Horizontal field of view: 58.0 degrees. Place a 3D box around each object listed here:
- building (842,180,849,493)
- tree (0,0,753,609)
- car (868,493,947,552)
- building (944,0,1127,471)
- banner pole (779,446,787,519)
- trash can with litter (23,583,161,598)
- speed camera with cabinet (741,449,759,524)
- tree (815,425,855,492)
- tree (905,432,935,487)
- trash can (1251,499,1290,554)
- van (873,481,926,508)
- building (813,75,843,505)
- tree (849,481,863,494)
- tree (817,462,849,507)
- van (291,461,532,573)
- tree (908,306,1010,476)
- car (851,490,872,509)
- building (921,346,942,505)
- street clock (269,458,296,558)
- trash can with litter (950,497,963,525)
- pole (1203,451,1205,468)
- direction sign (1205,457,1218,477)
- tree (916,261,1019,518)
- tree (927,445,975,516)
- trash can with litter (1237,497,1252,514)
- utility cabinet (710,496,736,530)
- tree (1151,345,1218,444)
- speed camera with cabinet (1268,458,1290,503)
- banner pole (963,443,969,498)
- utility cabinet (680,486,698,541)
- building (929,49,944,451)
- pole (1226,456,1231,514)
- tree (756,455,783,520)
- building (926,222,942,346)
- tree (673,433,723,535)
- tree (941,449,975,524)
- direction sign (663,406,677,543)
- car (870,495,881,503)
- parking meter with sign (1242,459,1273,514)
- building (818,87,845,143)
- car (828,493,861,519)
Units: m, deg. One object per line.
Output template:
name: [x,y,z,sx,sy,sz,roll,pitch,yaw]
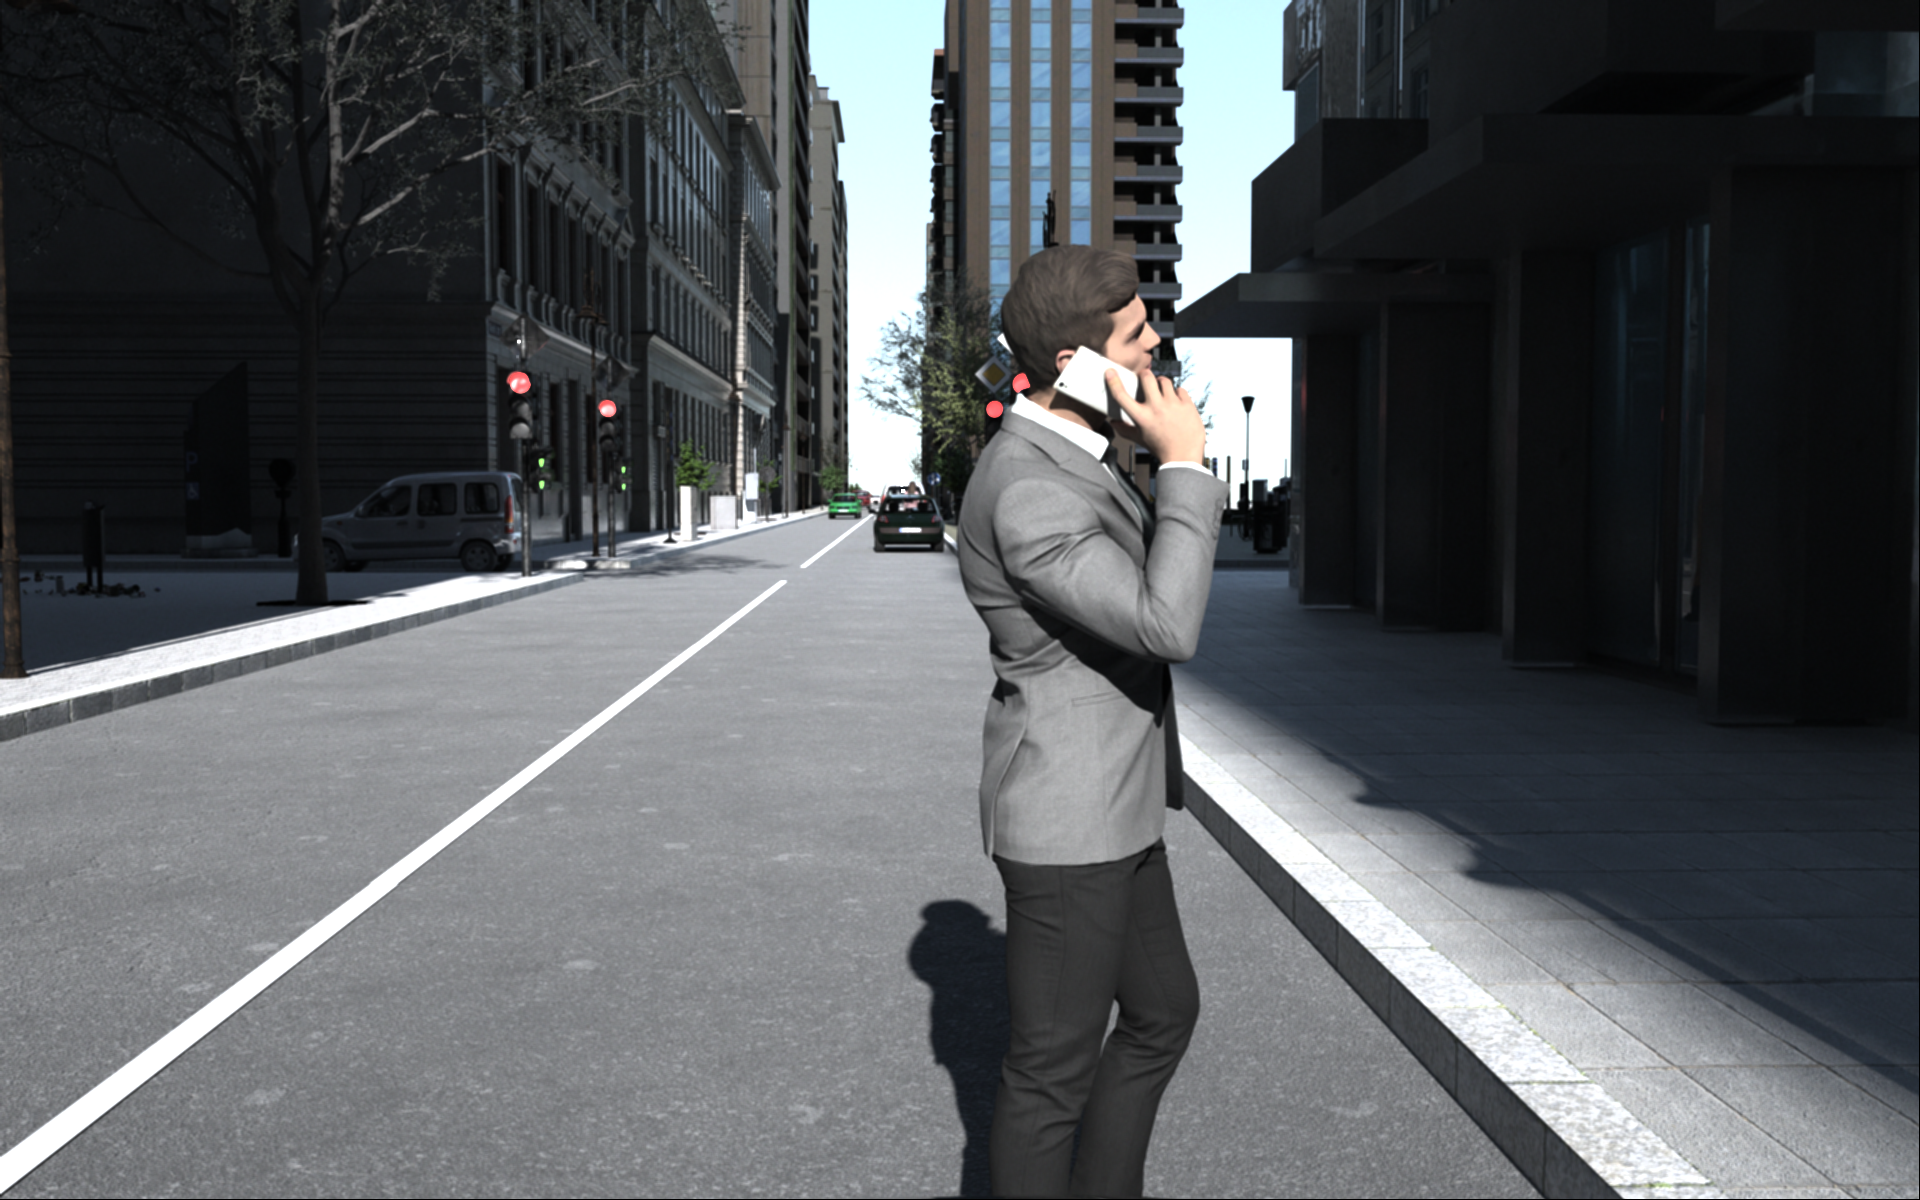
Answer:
building: [-27.333,-38.499,253.155,21.300,48.544,21.600,0,4,-2]
tree: [-7.555,-6.690,19.748,12.009,13.543,11.850,0,3,0]
car: [-1.316,-2.088,43.924,2.009,1.686,4.222,0,4,-3]
building: [5.719,-30.436,147.746,14.600,45.320,14.200,0,4,-2]
banner pole: [-9.299,-6.121,90.102,0.401,3.779,0.863,1,4,14]
trash can with litter: [-11.075,-0.677,22.121,1.678,1.210,2.233,-3,5,-40]
speed camera with cabinet: [-9.225,-4.987,75.873,0.660,3.252,2.038,-1,4,-12]
tree: [-13.522,-14.297,184.126,4.360,8.622,3.978,0,3,0]
tree: [-4.188,-15.170,198.387,4.360,8.622,3.978,0,3,0]
trash can: [6.658,-1.579,37.472,0.748,1.137,0.748,0,3,0]
van: [-1.916,-3.142,58.380,2.013,2.044,4.112,0,4,-3]
building: [-25.284,-35.504,204.193,21.300,48.544,21.600,0,4,-2]
tree: [-15.463,-16.161,258.840,1.663,3.219,1.824,0,3,0]
tree: [-13.138,-11.935,178.844,4.285,4.588,4.351,0,3,0]
van: [-9.895,-1.484,31.280,4.112,2.044,2.013,0,4,-2]
tree: [0.332,-7.126,66.870,4.737,8.622,4.395,0,3,0]
car: [-9.528,-9.549,164.796,2.281,1.827,5.304,0,4,-2]
building: [9.135,-22.788,217.630,27.650,21.520,28.899,0,4,-2]
street clock: [-13.685,-1.863,35.026,0.471,2.002,0.358,0,4,1]
trash can with litter: [0.153,-3.668,71.351,1.055,1.170,0.624,-3,5,-42]
pole: [9.371,-4.469,66.917,0.158,3.312,0.155,0,3,0]
direction sign: [15.492,-7.035,107.016,0.876,3.537,0.379,-1,4,-18]
tree: [-0.515,-11.107,91.966,12.009,13.543,11.850,0,3,0]
tree: [-0.402,-7.310,103.224,4.285,4.588,4.351,0,3,0]
trash can with litter: [13.623,-4.464,84.381,1.055,1.170,0.624,-1,4,-21]
utility cabinet: [-8.465,-3.100,61.850,0.306,1.237,1.020,3,5,40]
tree: [10.637,-8.342,86.757,4.737,8.622,4.395,0,3,0]
speed camera with cabinet: [17.323,-6.163,95.097,2.038,3.252,0.660,-1,4,-14]
banner pole: [0.287,-5.806,84.952,0.401,3.779,0.863,-1,4,-22]
utility cabinet: [-7.376,-2.356,47.200,0.318,1.500,1.173,0,4,-1]
building: [8.171,-31.552,170.502,22.147,44.769,28.867,0,4,-2]
pole: [14.230,-5.990,91.776,0.158,3.312,0.155,0,3,0]
tree: [-9.555,-5.535,85.104,1.663,3.219,1.824,0,3,0]
building: [1.845,-35.389,262.201,14.154,41.232,14.086,0,4,-2]
tree: [-8.553,-3.663,54.498,1.663,3.219,1.824,0,3,0]
tree: [-0.153,-4.847,73.852,1.663,3.219,1.824,0,3,0]
direction sign: [-7.585,-3.255,45.210,0.379,3.537,0.876,0,4,0]
car: [-11.999,-14.232,245.052,2.083,1.381,4.827,0,4,-1]
parking meter with sign: [14.971,-5.516,86.448,1.738,3.016,0.543,3,4,39]
building: [-29.780,-39.094,228.424,28.713,52.752,27.495,0,4,-2]
car: [-6.713,-5.647,101.117,1.959,1.807,4.718,0,4,-1]
